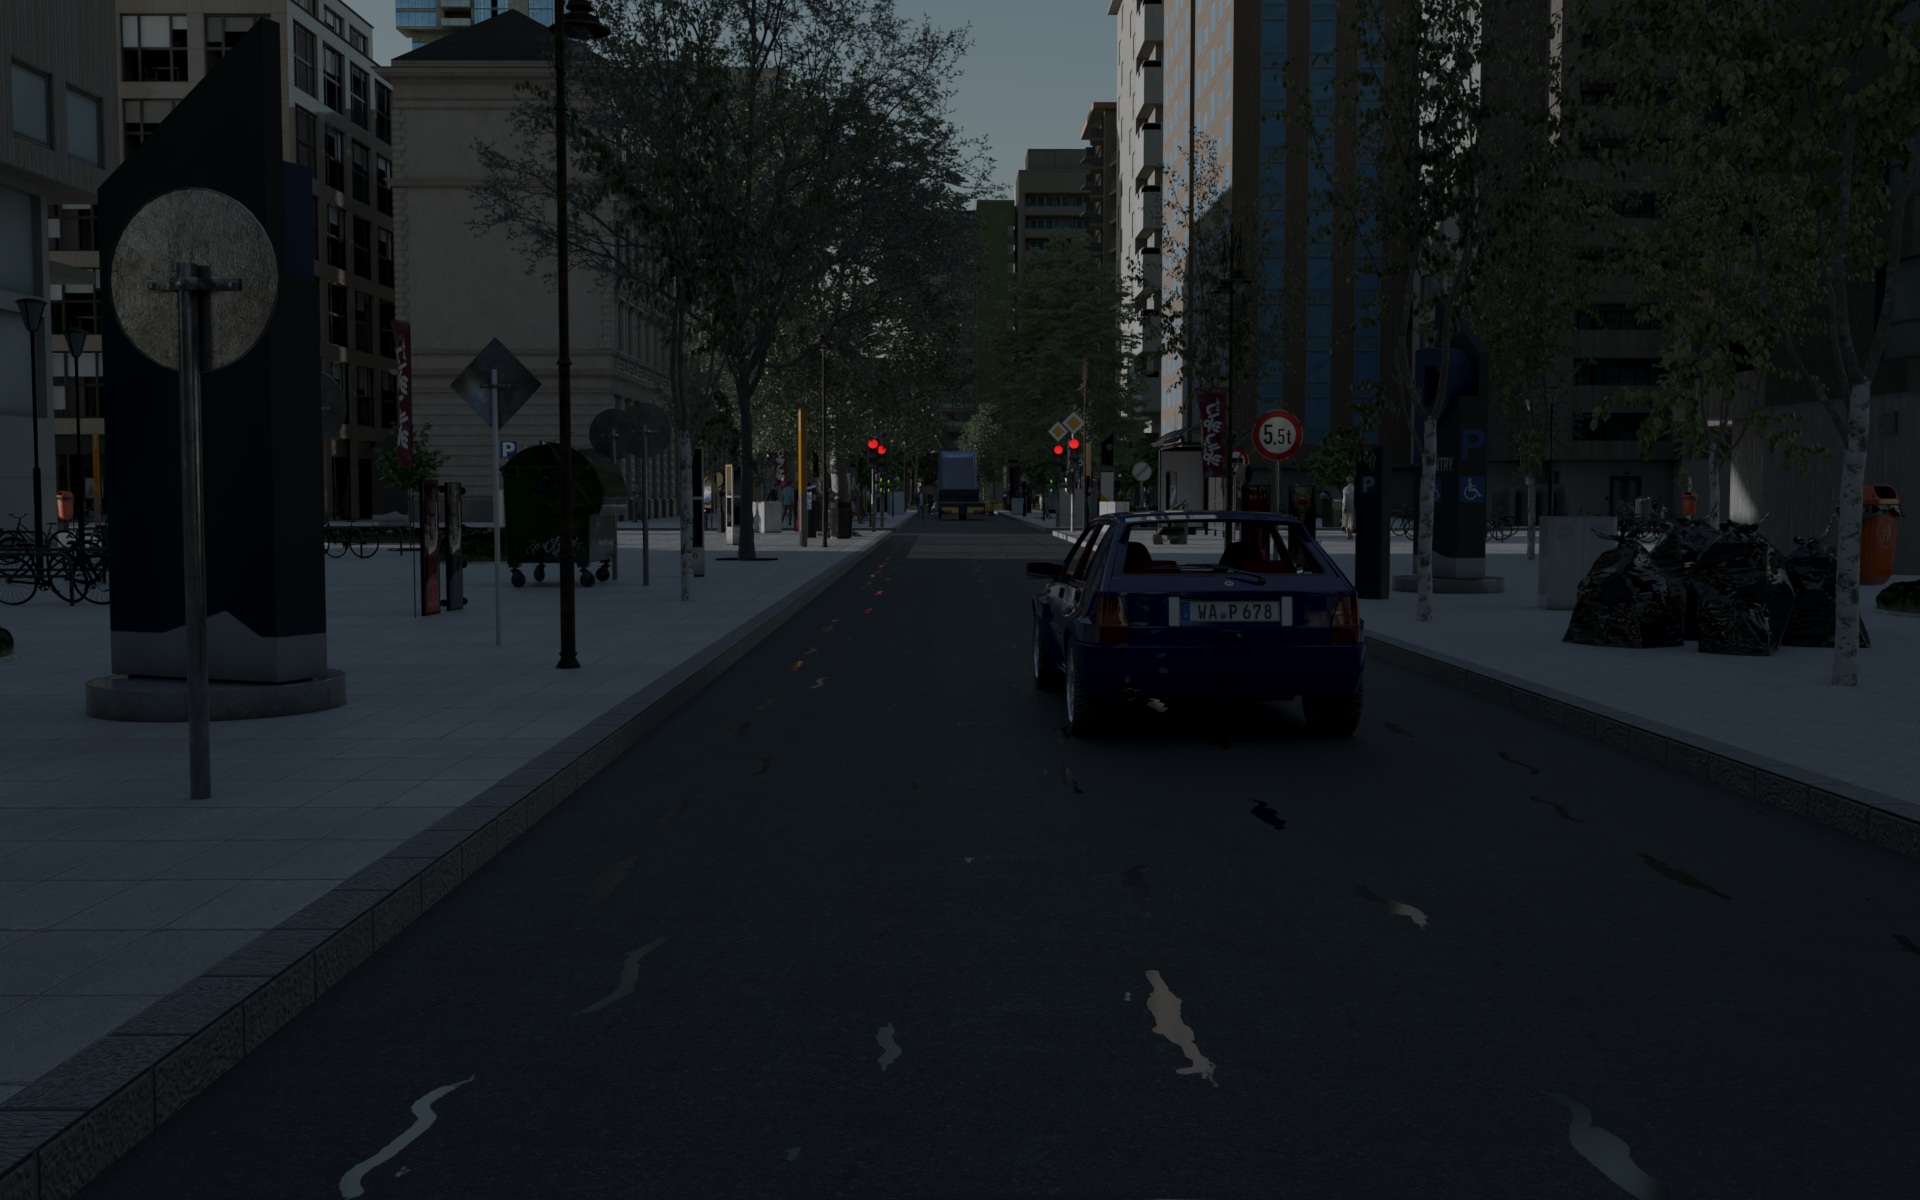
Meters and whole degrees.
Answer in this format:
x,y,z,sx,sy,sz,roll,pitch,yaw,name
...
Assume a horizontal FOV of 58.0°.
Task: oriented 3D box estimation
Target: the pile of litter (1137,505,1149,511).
x,y,z,sx,sy,sz,roll,pitch,yaw,name
7.010,-3.224,66.680,1.719,0.858,1.176,1,4,14,pile of litter

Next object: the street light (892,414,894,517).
x,y,z,sx,sy,sz,roll,pitch,yaw,name
-3.772,-7.613,97.253,0.468,5.910,1.993,0,4,-1,street light

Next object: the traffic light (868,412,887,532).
x,y,z,sx,sy,sz,roll,pitch,yaw,name
-2.921,-4.278,58.870,0.839,4.253,0.868,0,4,-1,traffic light

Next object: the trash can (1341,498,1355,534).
x,y,z,sx,sy,sz,roll,pitch,yaw,name
12.755,-2.733,56.336,0.748,1.137,0.748,0,3,0,trash can

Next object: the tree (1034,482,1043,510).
x,y,z,sx,sy,sz,roll,pitch,yaw,name
6.731,-8.847,139.255,1.663,3.219,1.824,0,3,0,tree

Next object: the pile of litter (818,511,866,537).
x,y,z,sx,sy,sz,roll,pitch,yaw,name
-3.595,-2.353,52.434,1.176,0.858,1.719,-2,4,-35,pile of litter

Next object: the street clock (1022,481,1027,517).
x,y,z,sx,sy,sz,roll,pitch,yaw,name
3.655,-5.728,98.220,0.358,2.002,0.471,0,4,5,street clock

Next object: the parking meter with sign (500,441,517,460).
x,y,z,sx,sy,sz,roll,pitch,yaw,name
-14.575,-3.675,56.354,0.543,3.016,1.738,-1,4,-21,parking meter with sign

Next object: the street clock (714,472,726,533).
x,y,z,sx,sy,sz,roll,pitch,yaw,name
-7.891,-3.221,57.228,0.471,2.002,0.358,3,5,42,street clock

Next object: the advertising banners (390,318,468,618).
x,y,z,sx,sy,sz,roll,pitch,yaw,name
-5.617,-1.355,18.340,0.090,3.025,2.074,0,4,3,advertising banners

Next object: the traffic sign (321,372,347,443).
x,y,z,sx,sy,sz,roll,pitch,yaw,name
-6.662,-1.079,17.747,0.768,2.556,0.104,0,4,2,traffic sign

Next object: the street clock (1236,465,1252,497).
x,y,z,sx,sy,sz,roll,pitch,yaw,name
6.994,-2.329,42.651,0.358,2.002,0.471,2,4,31,street clock

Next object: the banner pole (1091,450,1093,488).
x,y,z,sx,sy,sz,roll,pitch,yaw,name
6.156,-5.711,83.390,0.401,3.779,0.863,-2,4,-34,banner pole

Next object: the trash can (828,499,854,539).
x,y,z,sx,sy,sz,roll,pitch,yaw,name
-3.397,-2.318,49.545,0.748,1.137,0.748,0,3,0,trash can

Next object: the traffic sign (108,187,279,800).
x,y,z,sx,sy,sz,roll,pitch,yaw,name
-3.205,-0.436,7.232,0.768,2.556,0.104,1,4,9,traffic sign

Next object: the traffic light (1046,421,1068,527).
x,y,z,sx,sy,sz,roll,pitch,yaw,name
3.764,-4.771,66.935,0.839,4.253,0.868,0,4,-1,traffic light

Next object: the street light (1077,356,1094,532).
x,y,z,sx,sy,sz,roll,pitch,yaw,name
4.206,-5.231,58.312,0.468,5.910,1.993,0,4,-1,street light

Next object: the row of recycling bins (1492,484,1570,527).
x,y,z,sx,sy,sz,roll,pitch,yaw,name
22.832,-3.792,69.116,3.534,1.692,1.069,-1,4,-22,row of recycling bins

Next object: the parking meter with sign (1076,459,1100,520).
x,y,z,sx,sy,sz,roll,pitch,yaw,name
6.553,-5.532,86.706,0.543,3.016,1.738,3,5,43,parking meter with sign

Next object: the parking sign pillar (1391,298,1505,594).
x,y,z,sx,sy,sz,roll,pitch,yaw,name
6.471,-2.104,22.865,1.447,3.967,1.447,-1,4,-10,parking sign pillar

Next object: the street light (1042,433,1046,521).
x,y,z,sx,sy,sz,roll,pitch,yaw,name
4.018,-6.737,82.932,0.468,5.910,1.993,0,4,-1,street light

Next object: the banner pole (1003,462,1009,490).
x,y,z,sx,sy,sz,roll,pitch,yaw,name
3.593,-8.875,135.125,0.401,3.779,0.863,3,4,37,banner pole

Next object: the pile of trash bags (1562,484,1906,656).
x,y,z,sx,sy,sz,roll,pitch,yaw,name
7.045,-0.328,15.113,3.447,1.369,1.912,-2,4,-30,pile of trash bags

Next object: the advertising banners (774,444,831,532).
x,y,z,sx,sy,sz,roll,pitch,yaw,name
-5.403,-3.840,58.972,2.074,3.025,0.090,1,4,14,advertising banners

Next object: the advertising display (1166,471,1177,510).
x,y,z,sx,sy,sz,roll,pitch,yaw,name
5.923,-2.650,48.543,0.123,1.923,0.974,1,4,18,advertising display

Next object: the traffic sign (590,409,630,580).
x,y,z,sx,sy,sz,roll,pitch,yaw,name
-5.164,-1.574,25.835,0.768,2.556,0.104,0,4,7,traffic sign

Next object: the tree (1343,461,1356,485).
x,y,z,sx,sy,sz,roll,pitch,yaw,name
19.357,-5.376,82.503,1.663,3.219,1.824,0,3,0,tree

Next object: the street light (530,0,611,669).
x,y,z,sx,sy,sz,roll,pitch,yaw,name
-2.892,-2.436,12.614,0.468,5.910,1.993,0,4,-1,street light

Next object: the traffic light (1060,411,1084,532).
x,y,z,sx,sy,sz,roll,pitch,yaw,name
3.840,-4.283,58.950,0.839,4.253,0.868,0,4,-1,traffic light

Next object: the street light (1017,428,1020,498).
x,y,z,sx,sy,sz,roll,pitch,yaw,name
3.822,-8.548,112.548,0.468,5.910,1.993,0,4,-1,street light

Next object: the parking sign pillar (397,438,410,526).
x,y,z,sx,sy,sz,roll,pitch,yaw,name
-22.626,-4.909,68.731,1.447,3.967,1.447,0,4,0,parking sign pillar

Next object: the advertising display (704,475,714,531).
x,y,z,sx,sy,sz,roll,pitch,yaw,name
-8.883,-3.334,59.729,0.974,1.923,0.123,2,4,34,advertising display

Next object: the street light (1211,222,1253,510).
x,y,z,sx,sy,sz,roll,pitch,yaw,name
4.641,-3.481,29.706,0.468,5.910,1.993,0,4,-1,street light

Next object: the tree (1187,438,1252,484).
x,y,z,sx,sy,sz,roll,pitch,yaw,name
12.109,-5.994,81.719,4.285,4.588,4.351,0,3,0,tree

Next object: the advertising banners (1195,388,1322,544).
x,y,z,sx,sy,sz,roll,pitch,yaw,name
4.911,-1.979,28.550,2.074,3.025,0.090,0,4,6,advertising banners

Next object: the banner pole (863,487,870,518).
x,y,z,sx,sy,sz,roll,pitch,yaw,name
-4.968,-6.352,93.871,0.401,3.779,0.863,-3,5,-41,banner pole

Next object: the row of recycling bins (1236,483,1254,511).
x,y,z,sx,sy,sz,roll,pitch,yaw,name
10.967,-3.713,67.828,1.069,1.692,3.534,0,4,-3,row of recycling bins

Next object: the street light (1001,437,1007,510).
x,y,z,sx,sy,sz,roll,pitch,yaw,name
3.553,-10.298,141.155,0.468,5.910,1.993,0,4,-1,street light

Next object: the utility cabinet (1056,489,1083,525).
x,y,z,sx,sy,sz,roll,pitch,yaw,name
4.422,-3.751,70.004,1.173,1.500,0.318,-2,4,-33,utility cabinet

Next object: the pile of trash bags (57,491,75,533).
x,y,z,sx,sy,sz,roll,pitch,yaw,name
-30.728,-2.957,58.099,3.447,1.369,1.912,2,4,34,pile of trash bags

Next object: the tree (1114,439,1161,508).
x,y,z,sx,sy,sz,roll,pitch,yaw,name
10.628,-7.259,102.395,4.285,4.588,4.351,0,3,0,tree

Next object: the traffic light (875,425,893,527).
x,y,z,sx,sy,sz,roll,pitch,yaw,name
-2.996,-4.767,66.855,0.839,4.253,0.868,0,4,-1,traffic light

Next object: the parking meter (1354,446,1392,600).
x,y,z,sx,sy,sz,roll,pitch,yaw,name
5.042,-0.946,21.186,0.399,1.863,0.255,3,5,43,parking meter

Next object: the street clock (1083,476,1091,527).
x,y,z,sx,sy,sz,roll,pitch,yaw,name
5.008,-3.900,68.329,0.358,2.002,0.471,1,4,13,street clock

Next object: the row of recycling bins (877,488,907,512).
x,y,z,sx,sy,sz,roll,pitch,yaw,name
-5.328,-7.040,122.213,3.534,1.692,1.069,-2,4,-34,row of recycling bins

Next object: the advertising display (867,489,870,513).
x,y,z,sx,sy,sz,roll,pitch,yaw,name
-6.180,-6.722,115.115,0.974,1.923,0.123,-2,4,-23,advertising display

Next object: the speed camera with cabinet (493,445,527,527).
x,y,z,sx,sy,sz,roll,pitch,yaw,name
-17.571,-4.549,68.713,0.660,3.252,2.038,2,4,31,speed camera with cabinet

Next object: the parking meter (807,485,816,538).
x,y,z,sx,sy,sz,roll,pitch,yaw,name
-4.394,-2.586,50.700,0.372,1.533,0.369,0,3,0,parking meter

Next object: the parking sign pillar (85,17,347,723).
x,y,z,sx,sy,sz,roll,pitch,yaw,name
-4.460,-1.336,10.315,1.447,3.967,1.447,1,4,22,parking sign pillar

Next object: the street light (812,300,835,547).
x,y,z,sx,sy,sz,roll,pitch,yaw,name
-3.256,-4.204,41.529,0.468,5.910,1.993,0,4,-1,street light

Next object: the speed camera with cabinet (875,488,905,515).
x,y,z,sx,sy,sz,roll,pitch,yaw,name
-4.530,-6.995,108.709,2.038,3.252,0.660,-1,4,-20,speed camera with cabinet

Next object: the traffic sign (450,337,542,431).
x,y,z,sx,sy,sz,roll,pitch,yaw,name
-3.924,-0.911,14.630,0.795,2.593,0.064,0,4,6,traffic sign

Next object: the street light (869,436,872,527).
x,y,z,sx,sy,sz,roll,pitch,yaw,name
-3.485,-5.799,67.605,0.468,5.910,1.993,0,4,-1,street light
